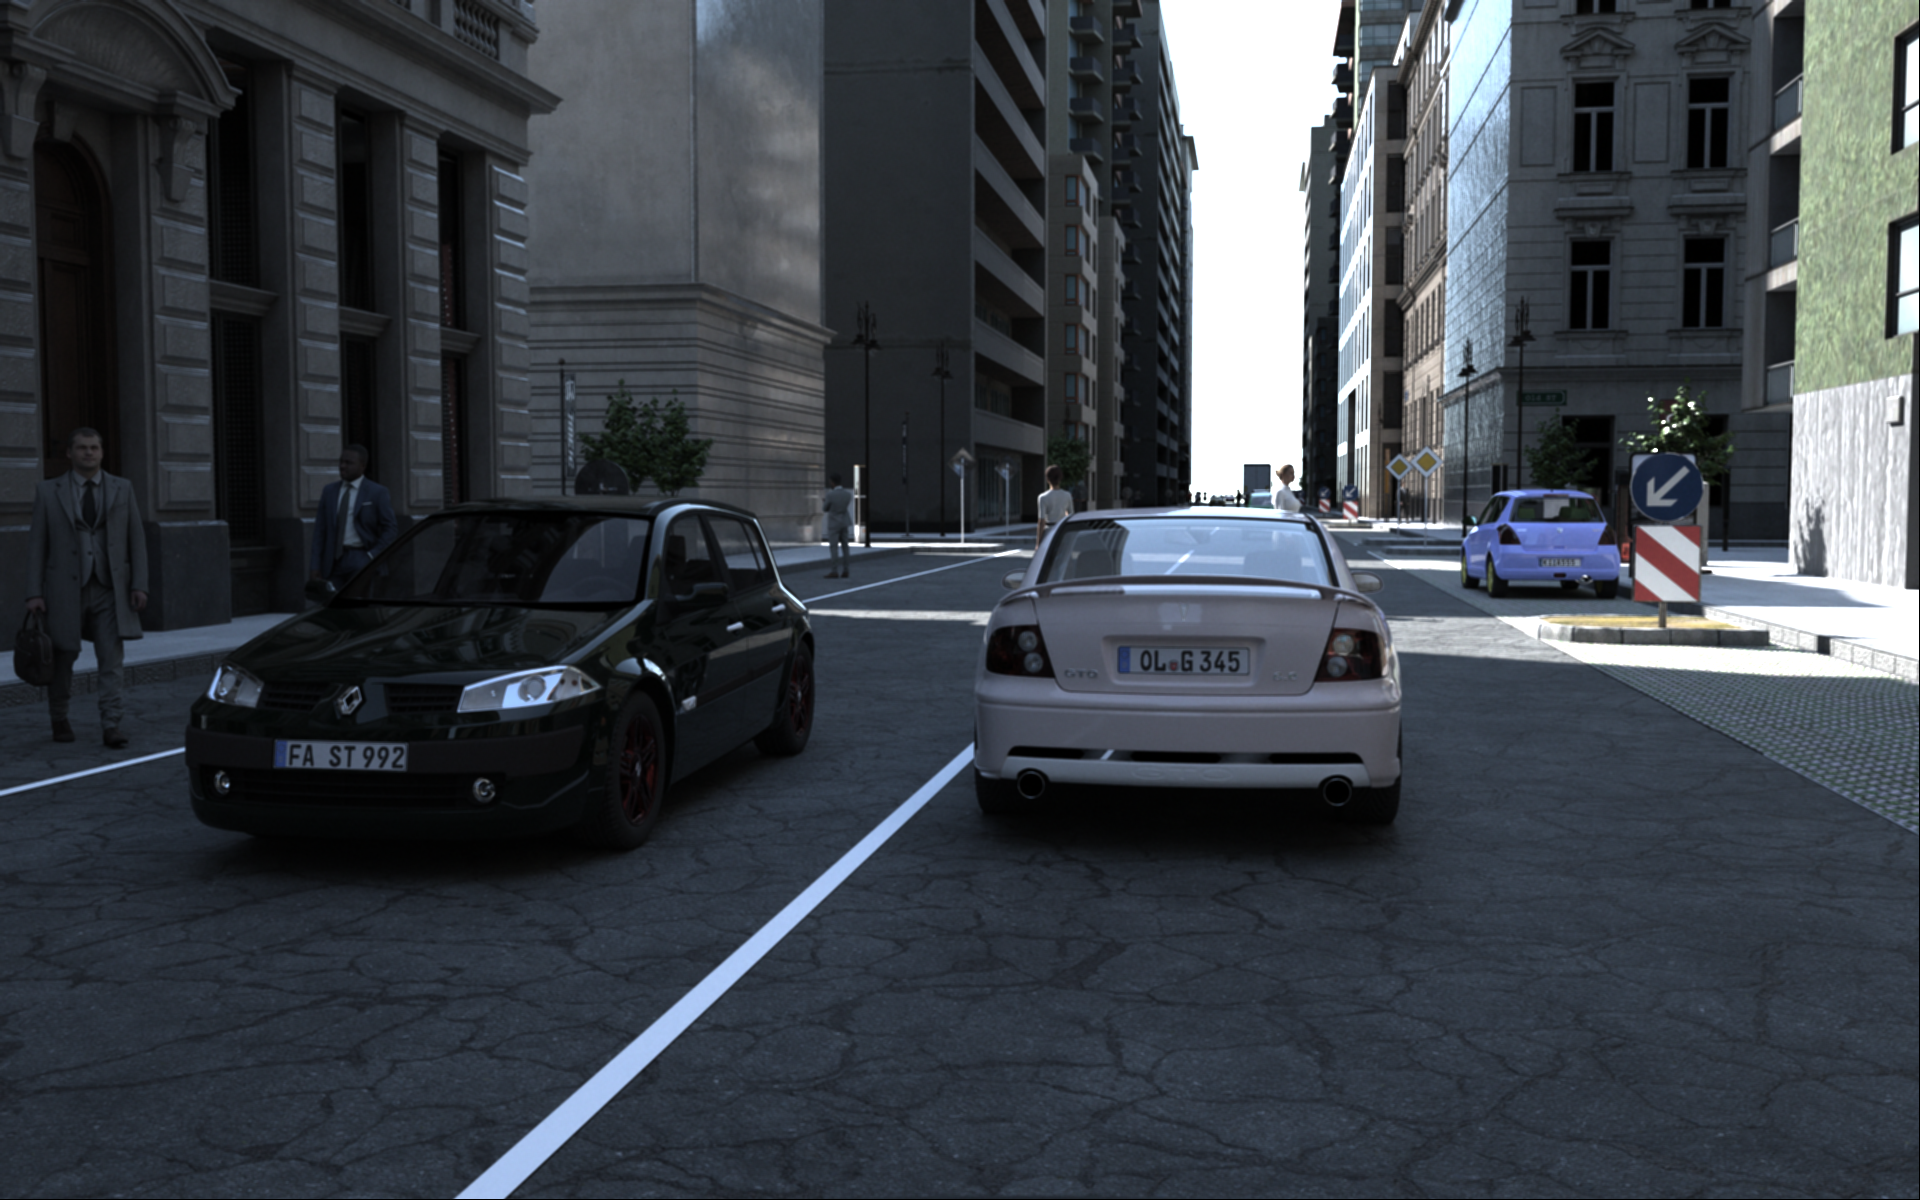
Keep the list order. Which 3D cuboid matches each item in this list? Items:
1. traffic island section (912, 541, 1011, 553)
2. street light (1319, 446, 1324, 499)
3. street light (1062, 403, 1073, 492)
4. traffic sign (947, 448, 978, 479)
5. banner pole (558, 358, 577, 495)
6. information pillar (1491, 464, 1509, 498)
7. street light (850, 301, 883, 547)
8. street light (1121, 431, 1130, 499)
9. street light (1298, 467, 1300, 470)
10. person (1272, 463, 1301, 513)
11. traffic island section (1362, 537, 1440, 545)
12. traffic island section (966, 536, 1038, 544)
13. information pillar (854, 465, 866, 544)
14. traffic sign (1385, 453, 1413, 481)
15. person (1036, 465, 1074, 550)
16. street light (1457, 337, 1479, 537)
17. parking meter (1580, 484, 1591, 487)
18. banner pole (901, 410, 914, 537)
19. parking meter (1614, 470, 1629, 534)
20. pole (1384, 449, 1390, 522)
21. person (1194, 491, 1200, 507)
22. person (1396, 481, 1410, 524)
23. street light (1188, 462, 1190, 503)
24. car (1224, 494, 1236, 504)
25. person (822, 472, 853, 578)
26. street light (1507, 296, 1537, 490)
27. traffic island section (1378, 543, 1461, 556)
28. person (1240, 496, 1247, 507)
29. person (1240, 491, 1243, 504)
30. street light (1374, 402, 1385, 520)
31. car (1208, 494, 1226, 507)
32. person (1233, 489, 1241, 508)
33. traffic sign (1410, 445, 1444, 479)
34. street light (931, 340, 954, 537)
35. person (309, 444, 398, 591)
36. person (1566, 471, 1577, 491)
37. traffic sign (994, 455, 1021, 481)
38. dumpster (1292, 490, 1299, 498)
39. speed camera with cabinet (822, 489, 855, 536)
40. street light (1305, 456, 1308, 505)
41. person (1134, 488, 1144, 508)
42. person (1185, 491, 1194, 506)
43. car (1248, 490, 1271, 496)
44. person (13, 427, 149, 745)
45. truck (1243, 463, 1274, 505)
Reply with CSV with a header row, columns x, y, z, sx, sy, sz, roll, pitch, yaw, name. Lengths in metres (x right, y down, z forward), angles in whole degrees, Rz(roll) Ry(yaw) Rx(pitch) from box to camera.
x,y,z,sx,sy,sz,roll,pitch,yaw,name
0.025,-1.295,43.454,2.009,0.180,2.903,1,4,10,traffic island section
33.834,-11.581,162.133,0.468,5.910,1.993,1,4,10,street light
5.451,-7.038,87.864,0.468,5.910,1.993,1,4,10,street light
0.050,-2.519,43.383,0.795,2.593,0.064,1,4,10,traffic sign
-7.212,-2.559,31.851,0.401,3.779,0.863,-2,4,-35,banner pole
13.074,-2.294,42.004,0.304,2.012,0.304,-3,5,-42,information pillar
-2.225,-4.206,41.558,0.468,5.910,1.993,1,4,10,street light
12.338,-9.467,127.577,0.468,5.910,1.993,1,4,10,street light
47.841,-16.616,244.462,0.468,5.910,1.993,1,4,10,street light
3.848,-0.738,20.789,0.641,1.798,0.478,3,5,43,person
12.547,-1.660,49.424,2.009,0.180,2.903,1,4,10,traffic island section
1.367,-1.776,51.326,2.009,0.180,2.903,1,4,10,traffic island section
-2.526,-2.453,44.600,0.304,2.012,0.304,-2,4,-25,information pillar
12.522,-2.884,49.345,0.795,2.593,0.064,1,4,10,traffic sign
1.048,-0.640,19.530,0.480,1.755,0.524,-2,4,-26,person
14.953,-4.793,51.161,0.468,5.910,1.993,1,4,10,street light
15.081,-2.043,41.818,0.372,1.533,0.369,0,3,0,parking meter
-1.634,-3.798,52.117,0.401,3.779,0.863,-1,4,-15,banner pole
15.707,-2.164,41.093,0.255,1.863,0.399,0,4,0,parking meter
19.293,-5.161,78.233,0.158,3.312,0.155,0,3,0,pole
21.877,-9.227,160.300,0.436,1.711,0.756,-2,4,-30,person
18.799,-4.127,73.301,0.659,1.850,0.755,-1,4,-8,person
32.483,-16.685,245.594,0.468,5.910,1.993,1,4,10,street light
40.742,-15.488,262.267,2.155,1.783,4.494,1,4,9,car
-2.132,-1.286,29.712,0.466,1.800,0.511,3,4,38,person
13.118,-4.146,40.571,0.468,5.910,1.993,1,4,10,street light
11.205,-1.179,41.552,2.009,0.180,2.903,1,4,10,traffic island section
25.458,-8.825,155.981,0.799,1.438,0.628,-3,5,-42,person
38.193,-13.924,236.245,1.348,1.812,0.705,1,4,22,person
20.997,-6.977,86.856,0.468,5.910,1.993,1,4,10,street light
28.607,-11.145,192.451,2.015,1.641,3.980,1,4,11,car
22.191,-7.965,138.357,0.705,1.869,1.348,-1,4,-12,person
11.181,-2.403,41.473,0.795,2.593,0.064,1,4,10,traffic sign
-0.524,-4.854,52.157,0.468,5.910,1.993,1,4,10,street light
-4.575,-0.260,12.941,0.721,1.800,0.419,0,4,-3,person
14.085,-2.071,40.109,0.606,1.804,0.583,0,4,-8,person
1.391,-3.001,51.255,0.795,2.593,0.064,1,4,10,traffic sign
34.806,-10.580,181.204,1.865,1.857,1.264,1,4,9,dumpster
-4.163,-3.558,52.510,2.038,3.252,0.660,-2,4,-33,speed camera with cabinet
41.698,-14.414,208.459,0.468,5.910,1.993,1,4,10,street light
14.019,-7.902,135.772,0.617,1.759,0.750,2,4,31,person
26.677,-11.741,200.399,1.348,1.831,0.705,0,4,-2,person
25.693,-8.498,147.615,2.281,1.827,5.304,1,4,11,car
-5.005,-0.079,9.889,0.694,1.812,0.767,-2,4,-35,person
28.068,-10.662,163.237,2.839,4.237,11.283,1,4,11,truck
